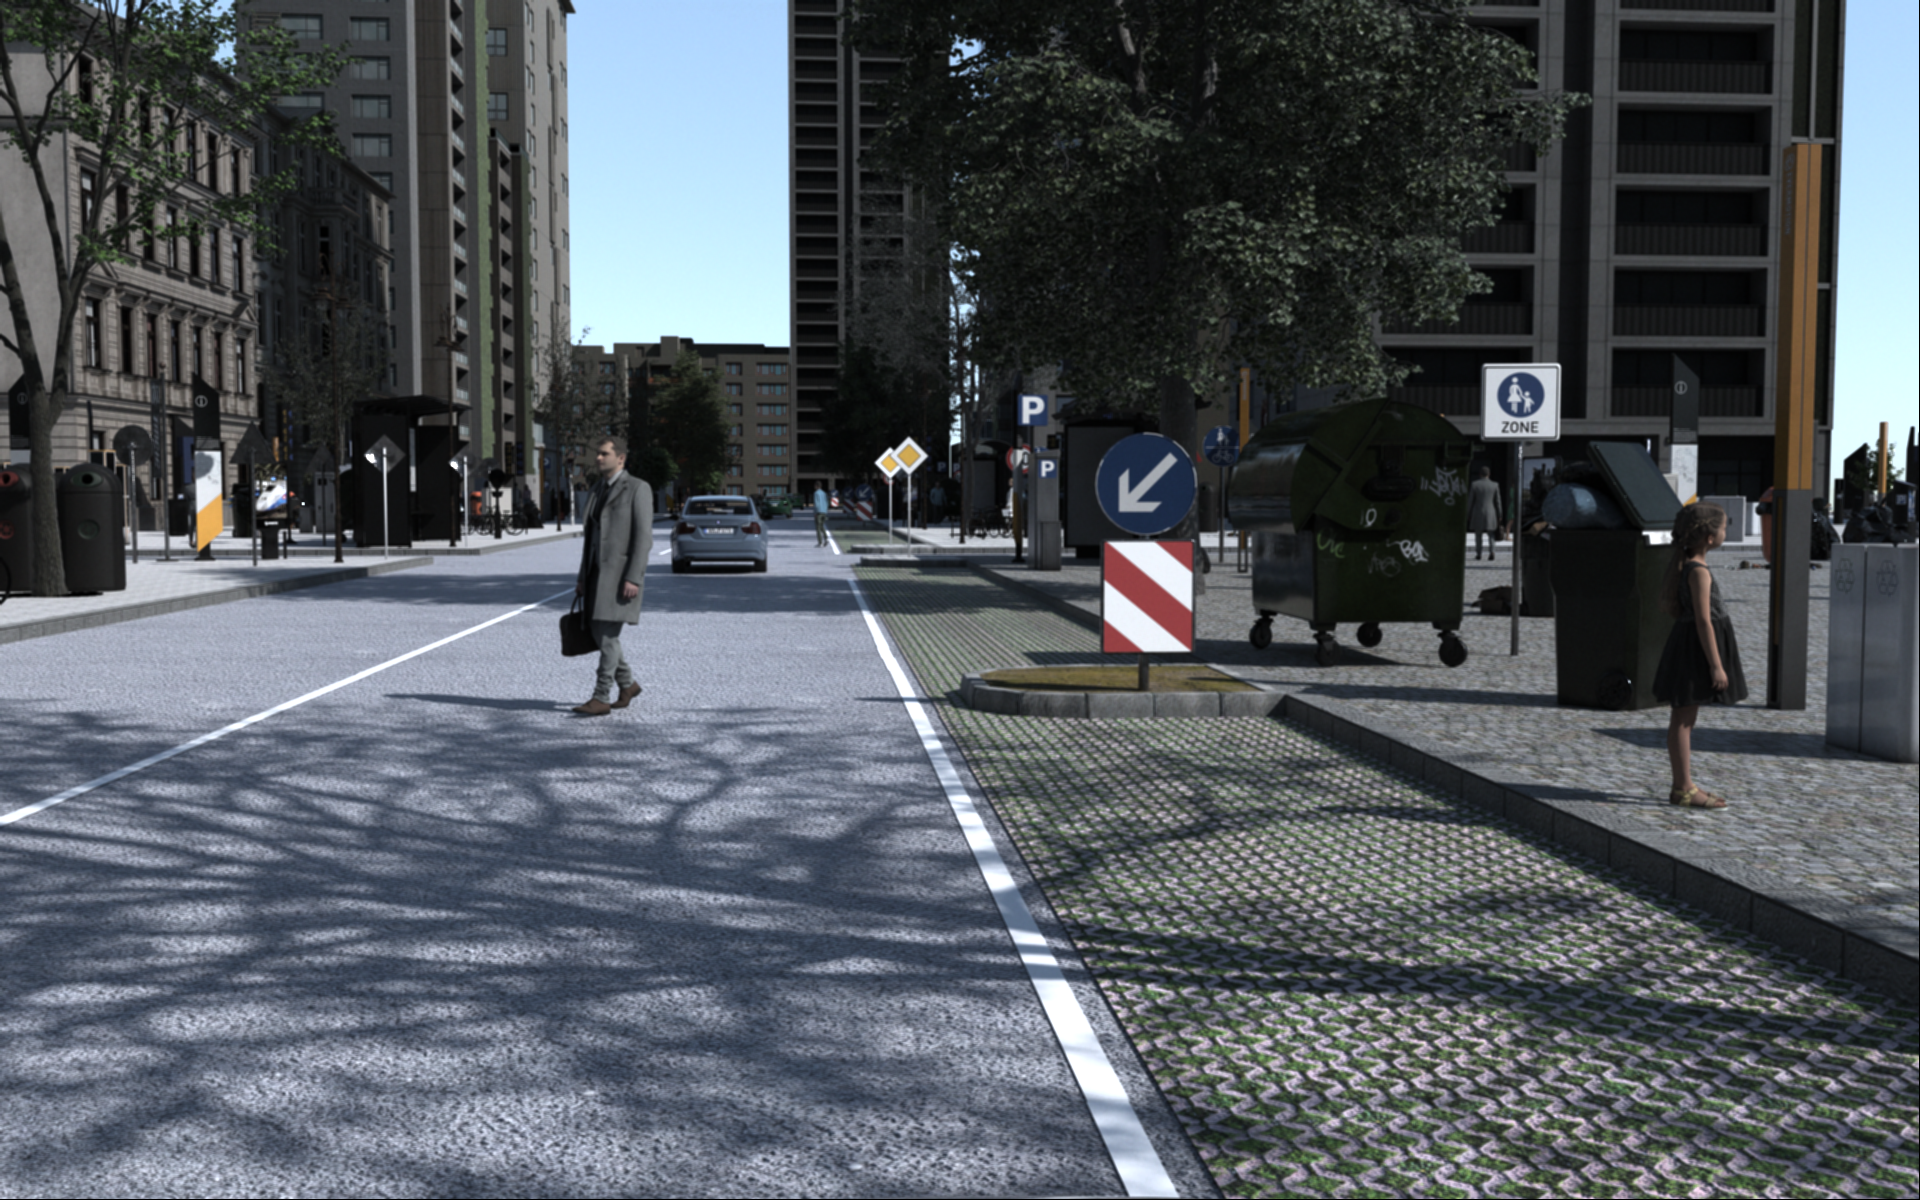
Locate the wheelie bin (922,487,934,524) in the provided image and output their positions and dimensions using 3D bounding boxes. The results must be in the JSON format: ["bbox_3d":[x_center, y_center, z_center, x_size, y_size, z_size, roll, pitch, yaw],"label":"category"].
[{"bbox_3d":[-1.383,-4.139,75.584,0.693,1.594,0.980,1,4,16],"label":"wheelie bin"}]

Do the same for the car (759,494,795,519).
[{"bbox_3d":[-10.854,-5.533,102.258,2.131,1.459,4.920,0,4,-4],"label":"car"}]

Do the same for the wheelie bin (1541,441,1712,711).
[{"bbox_3d":[3.953,-0.159,10.508,0.980,1.594,0.693,-3,5,-40],"label":"wheelie bin"}]

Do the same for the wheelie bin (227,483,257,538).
[{"bbox_3d":[-21.015,-2.636,51.001,0.980,1.594,0.693,-2,4,-35],"label":"wheelie bin"}]

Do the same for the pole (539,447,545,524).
[{"bbox_3d":[-17.991,-4.936,74.540,0.158,3.312,0.155,0,3,0],"label":"pole"}]

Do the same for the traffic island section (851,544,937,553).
[{"bbox_3d":[-1.676,-1.256,42.810,2.009,0.180,2.903,0,4,-5],"label":"traffic island section"}]

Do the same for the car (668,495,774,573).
[{"bbox_3d":[-4.549,-1.281,32.948,2.014,1.417,4.499,0,4,-7],"label":"car"}]

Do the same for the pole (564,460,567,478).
[{"bbox_3d":[-23.713,-6.752,104.242,0.158,3.312,0.155,0,3,0],"label":"pole"}]

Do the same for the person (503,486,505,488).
[{"bbox_3d":[-28.978,-6.341,110.062,0.601,1.785,0.444,0,4,-5],"label":"person"}]

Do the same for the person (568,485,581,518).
[{"bbox_3d":[-20.263,-5.160,91.158,0.466,1.731,0.760,3,5,43],"label":"person"}]

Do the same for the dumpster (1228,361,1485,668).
[{"bbox_3d":[3.060,-0.677,13.560,1.502,2.255,1.985,0,4,-5],"label":"dumpster"}]

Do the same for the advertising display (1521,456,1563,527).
[{"bbox_3d":[9.884,-1.485,29.488,0.123,1.923,0.974,-1,4,-18],"label":"advertising display"}]

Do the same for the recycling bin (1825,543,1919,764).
[{"bbox_3d":[4.815,0.244,8.560,0.722,1.027,0.722,0,4,-3],"label":"recycling bin"}]

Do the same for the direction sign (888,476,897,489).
[{"bbox_3d":[-3.459,-6.228,93.821,0.876,3.537,0.379,-1,4,-20],"label":"direction sign"}]

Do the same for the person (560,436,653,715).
[{"bbox_3d":[-2.325,-0.169,11.371,0.694,1.812,0.767,3,4,37],"label":"person"}]

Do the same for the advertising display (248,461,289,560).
[{"bbox_3d":[-13.521,-1.754,33.894,0.123,1.923,0.974,1,4,19],"label":"advertising display"}]

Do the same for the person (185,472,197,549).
[{"bbox_3d":[-17.892,-2.101,40.669,0.520,1.790,0.573,0,4,-1],"label":"person"}]

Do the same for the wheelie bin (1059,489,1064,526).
[{"bbox_3d":[4.259,-3.760,69.382,0.693,1.594,0.980,1,4,16],"label":"wheelie bin"}]

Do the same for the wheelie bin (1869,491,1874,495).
[{"bbox_3d":[64.313,-7.026,122.782,0.980,1.594,0.693,0,4,1],"label":"wheelie bin"}]

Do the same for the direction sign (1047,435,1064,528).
[{"bbox_3d":[3.752,-4.524,65.962,0.876,3.537,0.379,1,4,10],"label":"direction sign"}]

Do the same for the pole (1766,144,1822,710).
[{"bbox_3d":[4.934,-1.003,10.247,0.158,3.312,0.155,0,3,0],"label":"pole"}]

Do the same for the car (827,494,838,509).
[{"bbox_3d":[-12.188,-9.193,160.526,2.015,1.641,3.980,0,4,-5],"label":"car"}]

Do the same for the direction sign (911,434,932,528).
[{"bbox_3d":[-1.452,-4.470,65.089,0.876,3.537,0.379,2,4,26],"label":"direction sign"}]

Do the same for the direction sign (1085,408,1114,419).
[{"bbox_3d":[3.659,-3.287,45.744,0.876,3.537,0.379,2,4,35],"label":"direction sign"}]

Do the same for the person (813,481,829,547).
[{"bbox_3d":[-3.750,-2.315,46.687,0.444,1.785,0.601,3,5,45],"label":"person"}]

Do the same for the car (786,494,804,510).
[{"bbox_3d":[-14.753,-8.845,153.408,1.959,1.807,4.718,0,4,-5],"label":"car"}]

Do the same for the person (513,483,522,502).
[{"bbox_3d":[-21.982,-4.875,85.531,0.755,1.850,0.659,3,5,40],"label":"person"}]

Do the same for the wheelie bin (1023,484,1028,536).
[{"bbox_3d":[2.243,-2.730,52.542,0.980,1.594,0.693,-2,4,-31],"label":"wheelie bin"}]

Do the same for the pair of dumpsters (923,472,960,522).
[{"bbox_3d":[-0.666,-4.752,80.181,1.574,2.255,4.437,0,4,-5],"label":"pair of dumpsters"}]

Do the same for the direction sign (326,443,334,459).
[{"bbox_3d":[-28.001,-5.211,77.196,0.876,3.537,0.379,3,5,41],"label":"direction sign"}]

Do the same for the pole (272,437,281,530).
[{"bbox_3d":[-24.534,-4.177,62.143,0.158,3.312,0.155,0,3,0],"label":"pole"}]

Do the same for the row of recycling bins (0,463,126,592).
[{"bbox_3d":[-12.899,-0.974,23.038,3.534,1.692,1.069,0,4,0],"label":"row of recycling bins"}]

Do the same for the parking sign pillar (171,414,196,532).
[{"bbox_3d":[-26.140,-4.316,59.034,1.447,3.967,1.447,2,4,26],"label":"parking sign pillar"}]

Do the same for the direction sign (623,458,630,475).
[{"bbox_3d":[-18.294,-6.255,94.262,0.876,3.537,0.379,3,4,36],"label":"direction sign"}]

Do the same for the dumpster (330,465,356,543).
[{"bbox_3d":[-15.840,-2.676,46.252,1.502,2.255,1.985,0,4,-5],"label":"dumpster"}]

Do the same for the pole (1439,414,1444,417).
[{"bbox_3d":[12.259,-3.091,44.373,0.158,3.312,0.155,0,3,0],"label":"pole"}]

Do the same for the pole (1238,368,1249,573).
[{"bbox_3d":[4.611,-2.098,28.144,0.158,3.312,0.155,0,3,0],"label":"pole"}]

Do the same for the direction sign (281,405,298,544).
[{"bbox_3d":[-17.219,-3.204,44.386,0.379,3.537,0.876,0,4,-7],"label":"direction sign"}]

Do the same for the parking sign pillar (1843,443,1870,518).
[{"bbox_3d":[47.603,-6.329,91.955,1.447,3.967,1.447,-2,4,-23],"label":"parking sign pillar"}]

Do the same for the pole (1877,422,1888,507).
[{"bbox_3d":[26.142,-3.380,49.100,0.158,3.312,0.155,0,3,0],"label":"pole"}]

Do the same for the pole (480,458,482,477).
[{"bbox_3d":[-27.302,-6.403,98.534,0.158,3.312,0.155,0,3,0],"label":"pole"}]

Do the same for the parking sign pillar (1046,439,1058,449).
[{"bbox_3d":[4.190,-5.849,84.107,1.447,3.967,1.447,1,4,16],"label":"parking sign pillar"}]

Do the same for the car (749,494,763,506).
[{"bbox_3d":[-22.463,-11.056,190.545,2.009,1.686,4.222,0,4,-4],"label":"car"}]

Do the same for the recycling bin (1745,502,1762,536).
[{"bbox_3d":[24.246,-2.486,53.198,0.722,1.027,0.722,-2,4,-30],"label":"recycling bin"}]

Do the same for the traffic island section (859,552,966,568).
[{"bbox_3d":[-0.980,-0.769,34.855,2.009,0.180,2.903,0,4,-5],"label":"traffic island section"}]

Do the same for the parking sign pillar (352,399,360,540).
[{"bbox_3d":[-16.453,-3.699,48.946,1.447,3.967,1.447,0,4,6],"label":"parking sign pillar"}]

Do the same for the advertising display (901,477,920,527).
[{"bbox_3d":[-1.897,-3.767,66.812,0.123,1.923,0.974,-3,5,-42],"label":"advertising display"}]

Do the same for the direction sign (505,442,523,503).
[{"bbox_3d":[-19.329,-5.084,75.127,0.876,3.537,0.379,1,4,16],"label":"direction sign"}]

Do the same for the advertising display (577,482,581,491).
[{"bbox_3d":[-21.228,-5.591,96.624,0.123,1.923,0.974,0,4,-6],"label":"advertising display"}]

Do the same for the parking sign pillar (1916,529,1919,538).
[{"bbox_3d":[28.764,-3.806,50.699,1.447,3.967,1.447,-2,4,-28],"label":"parking sign pillar"}]

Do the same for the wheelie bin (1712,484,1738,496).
[{"bbox_3d":[24.330,-2.884,55.057,0.980,1.594,0.693,2,4,29],"label":"wheelie bin"}]
